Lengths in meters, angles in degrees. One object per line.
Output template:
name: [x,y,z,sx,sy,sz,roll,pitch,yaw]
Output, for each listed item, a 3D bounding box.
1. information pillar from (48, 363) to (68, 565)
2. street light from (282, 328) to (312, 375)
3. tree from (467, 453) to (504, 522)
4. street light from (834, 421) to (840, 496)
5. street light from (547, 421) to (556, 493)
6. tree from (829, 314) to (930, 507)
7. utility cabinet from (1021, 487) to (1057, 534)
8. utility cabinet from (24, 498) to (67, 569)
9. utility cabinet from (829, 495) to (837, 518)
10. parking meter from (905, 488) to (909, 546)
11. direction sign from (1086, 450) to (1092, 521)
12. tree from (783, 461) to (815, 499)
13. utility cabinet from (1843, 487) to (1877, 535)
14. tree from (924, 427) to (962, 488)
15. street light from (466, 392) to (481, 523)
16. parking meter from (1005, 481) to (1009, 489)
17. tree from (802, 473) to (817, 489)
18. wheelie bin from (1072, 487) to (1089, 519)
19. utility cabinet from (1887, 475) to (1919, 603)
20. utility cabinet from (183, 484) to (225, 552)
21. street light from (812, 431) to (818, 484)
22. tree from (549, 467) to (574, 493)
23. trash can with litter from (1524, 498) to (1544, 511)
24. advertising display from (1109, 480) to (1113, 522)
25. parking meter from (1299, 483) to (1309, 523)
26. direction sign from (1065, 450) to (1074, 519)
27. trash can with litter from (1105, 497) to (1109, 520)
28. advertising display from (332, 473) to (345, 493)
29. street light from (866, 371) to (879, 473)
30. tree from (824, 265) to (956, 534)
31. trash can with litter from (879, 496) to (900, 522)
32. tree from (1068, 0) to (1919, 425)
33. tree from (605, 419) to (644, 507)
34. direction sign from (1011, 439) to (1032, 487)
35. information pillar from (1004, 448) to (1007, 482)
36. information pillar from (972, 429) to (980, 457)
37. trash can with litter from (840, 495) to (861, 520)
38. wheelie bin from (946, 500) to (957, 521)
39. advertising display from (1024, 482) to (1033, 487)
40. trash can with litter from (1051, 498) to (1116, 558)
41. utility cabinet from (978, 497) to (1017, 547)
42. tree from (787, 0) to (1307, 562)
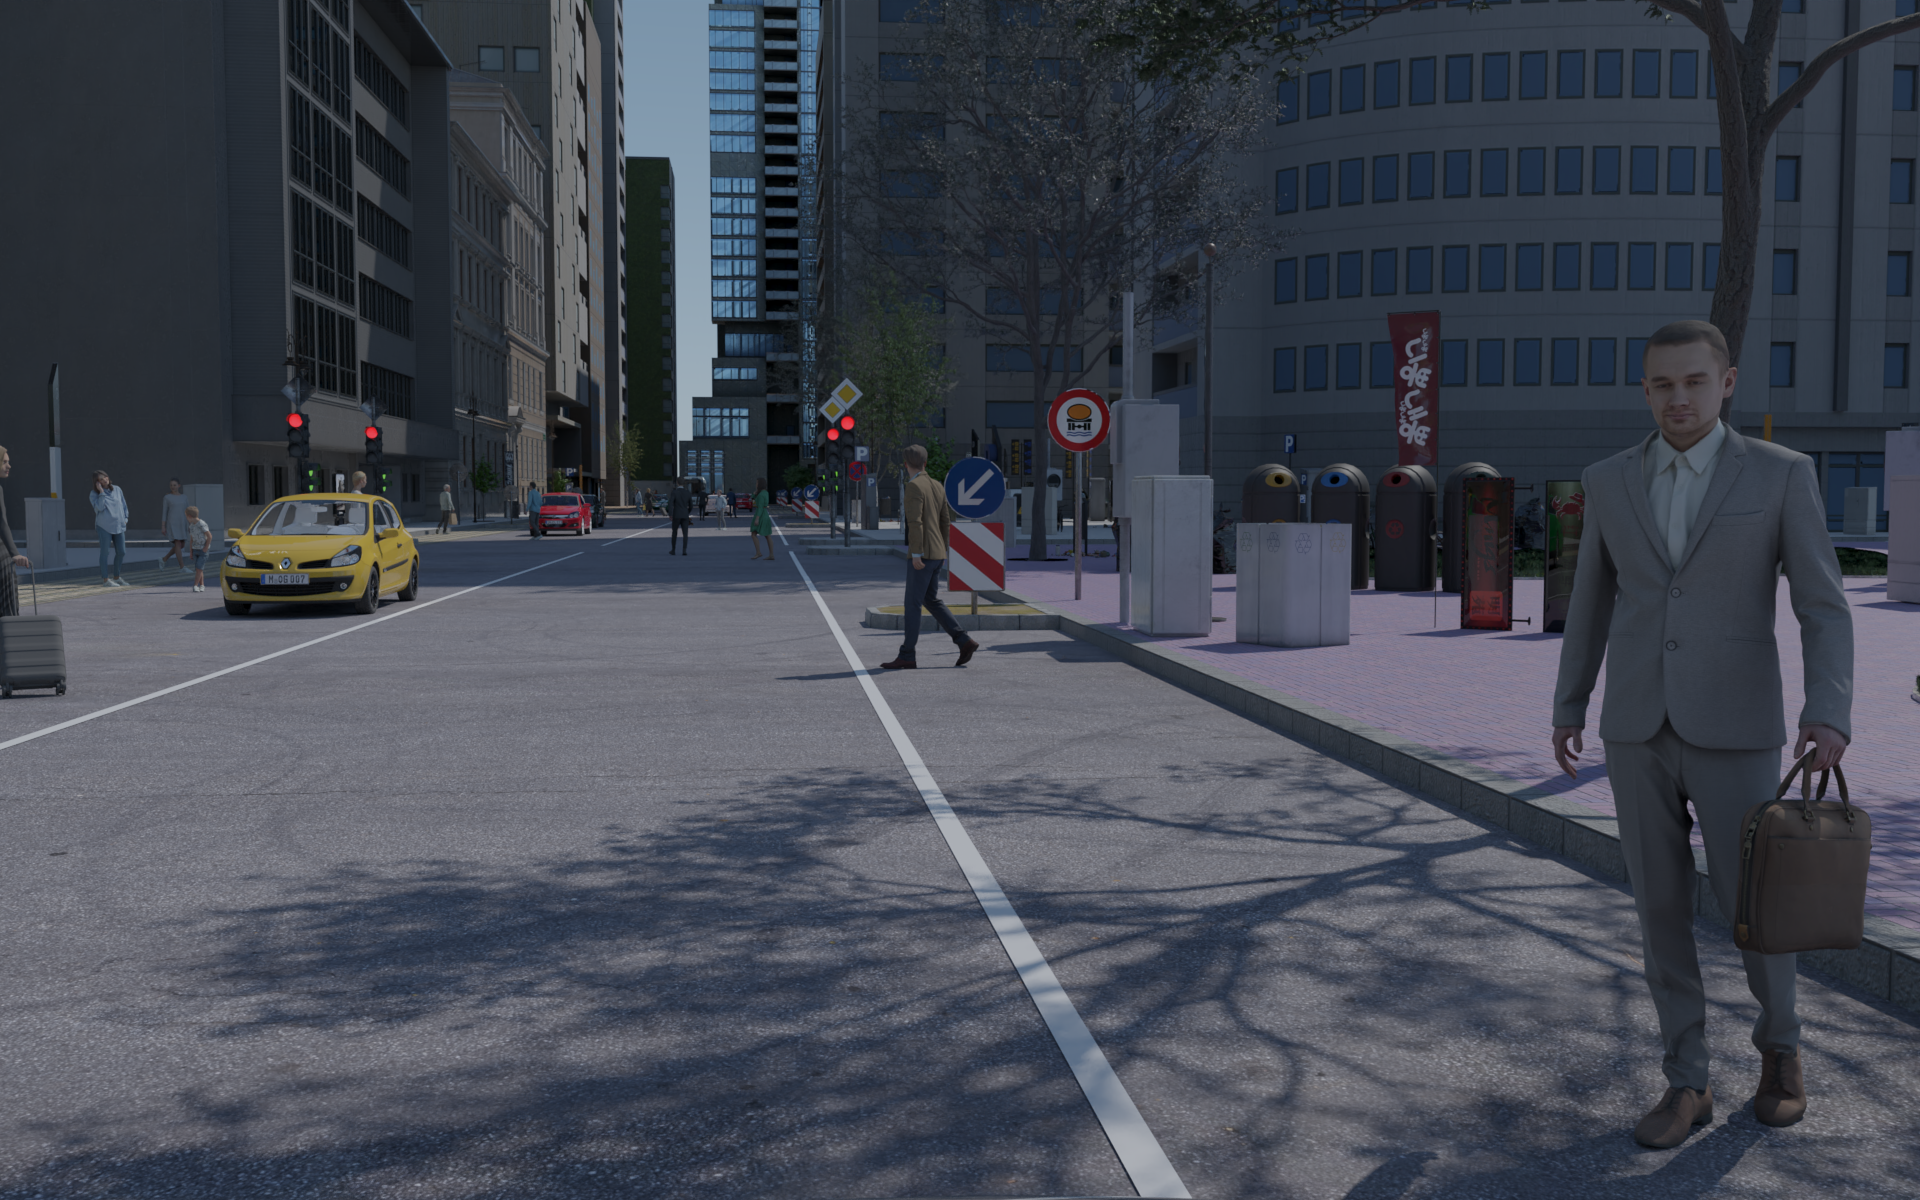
information pillar: [-16.078,-2.412,30.798,0.183,3.616,0.504,-1,4,-16]
street light: [-18.429,-4.617,48.276,0.468,5.910,1.993,0,4,-7]
tree: [-21.984,-5.244,80.346,1.663,3.219,1.824,0,3,0]
street light: [-6.769,-7.416,94.046,0.468,5.910,1.993,0,4,-7]
street light: [-25.180,-8.211,107.033,0.468,5.910,1.993,0,4,-7]
tree: [-3.362,-7.325,70.132,4.360,8.622,3.978,0,3,0]
utility cabinet: [2.504,-2.811,54.641,1.173,1.500,0.318,3,4,38]
utility cabinet: [-15.854,-1.156,30.060,0.306,1.237,1.020,0,4,-7]
utility cabinet: [-6.754,-4.964,92.327,0.306,1.237,1.020,-1,4,-11]
parking meter: [-1.191,-2.117,43.023,0.372,1.533,0.369,0,3,0]
direction sign: [6.239,-5.631,84.061,0.379,3.537,0.876,1,4,21]
tree: [-16.081,-11.541,172.410,4.285,4.588,4.351,0,3,0]
utility cabinet: [28.184,-2.788,54.257,0.318,1.500,1.173,0,4,-7]
tree: [-0.796,-3.387,49.986,1.663,3.219,1.824,0,3,0]
street light: [-21.732,-6.402,77.462,0.468,5.910,1.993,0,4,-7]
parking meter: [2.039,-4.482,78.992,0.399,1.863,0.255,1,4,16]
tree: [-13.851,-10.107,159.856,1.663,3.219,1.824,0,3,0]
wheelie bin: [5.765,-4.579,82.769,0.693,1.594,0.980,-1,4,-19]
utility cabinet: [11.248,-0.698,20.094,0.318,1.500,1.173,0,4,-1]
utility cabinet: [-16.795,-1.821,38.451,0.318,1.500,1.173,0,4,5]
street light: [-10.322,-9.222,123.559,0.468,5.910,1.993,0,4,-7]
tree: [-28.204,-7.790,121.965,1.663,3.219,1.824,0,3,0]
trash can with litter: [16.964,-2.490,52.096,1.055,1.170,0.624,0,4,-7]
advertising display: [6.879,-4.504,78.848,0.123,1.923,0.974,0,4,2]
parking meter: [6.785,-1.608,34.697,0.372,1.533,0.369,0,3,0]
direction sign: [5.792,-5.898,88.432,0.876,3.537,0.379,-1,4,-19]
trash can with litter: [7.455,-4.569,86.097,1.055,1.170,0.624,3,4,36]
advertising display: [-18.836,-2.894,52.535,0.123,1.923,0.974,0,4,-4]
street light: [-3.285,-5.633,64.887,0.468,5.910,1.993,0,4,-7]
tree: [-1.972,-6.393,54.885,4.737,8.622,4.395,0,3,0]
trash can with litter: [-3.008,-4.176,79.339,2.233,1.210,1.678,-1,4,-12]
tree: [3.876,-4.511,8.168,7.601,10.594,8.767,3,5,43]
tree: [-32.752,-13.402,169.489,4.737,8.622,4.395,0,3,0]
direction sign: [2.542,-4.867,71.568,0.876,3.537,0.379,1,4,18]
information pillar: [2.340,-5.967,88.908,0.183,3.616,0.504,1,4,14]
information pillar: [0.553,-4.317,61.930,0.183,3.616,0.504,-2,4,-28]
trash can with litter: [-5.374,-4.696,87.837,2.233,1.210,1.678,-3,5,-44]
wheelie bin: [-0.497,-4.463,80.876,0.693,1.594,0.980,-2,4,-24]
advertising display: [3.597,-5.231,90.745,0.123,1.923,0.974,-1,4,-21]
trash can with litter: [2.566,-1.500,35.588,1.678,1.210,2.233,-2,4,-25]
utility cabinet: [0.834,-1.874,41.800,1.020,1.237,0.306,1,4,15]
tree: [1.644,-7.490,32.825,12.009,13.543,11.850,0,3,0]
